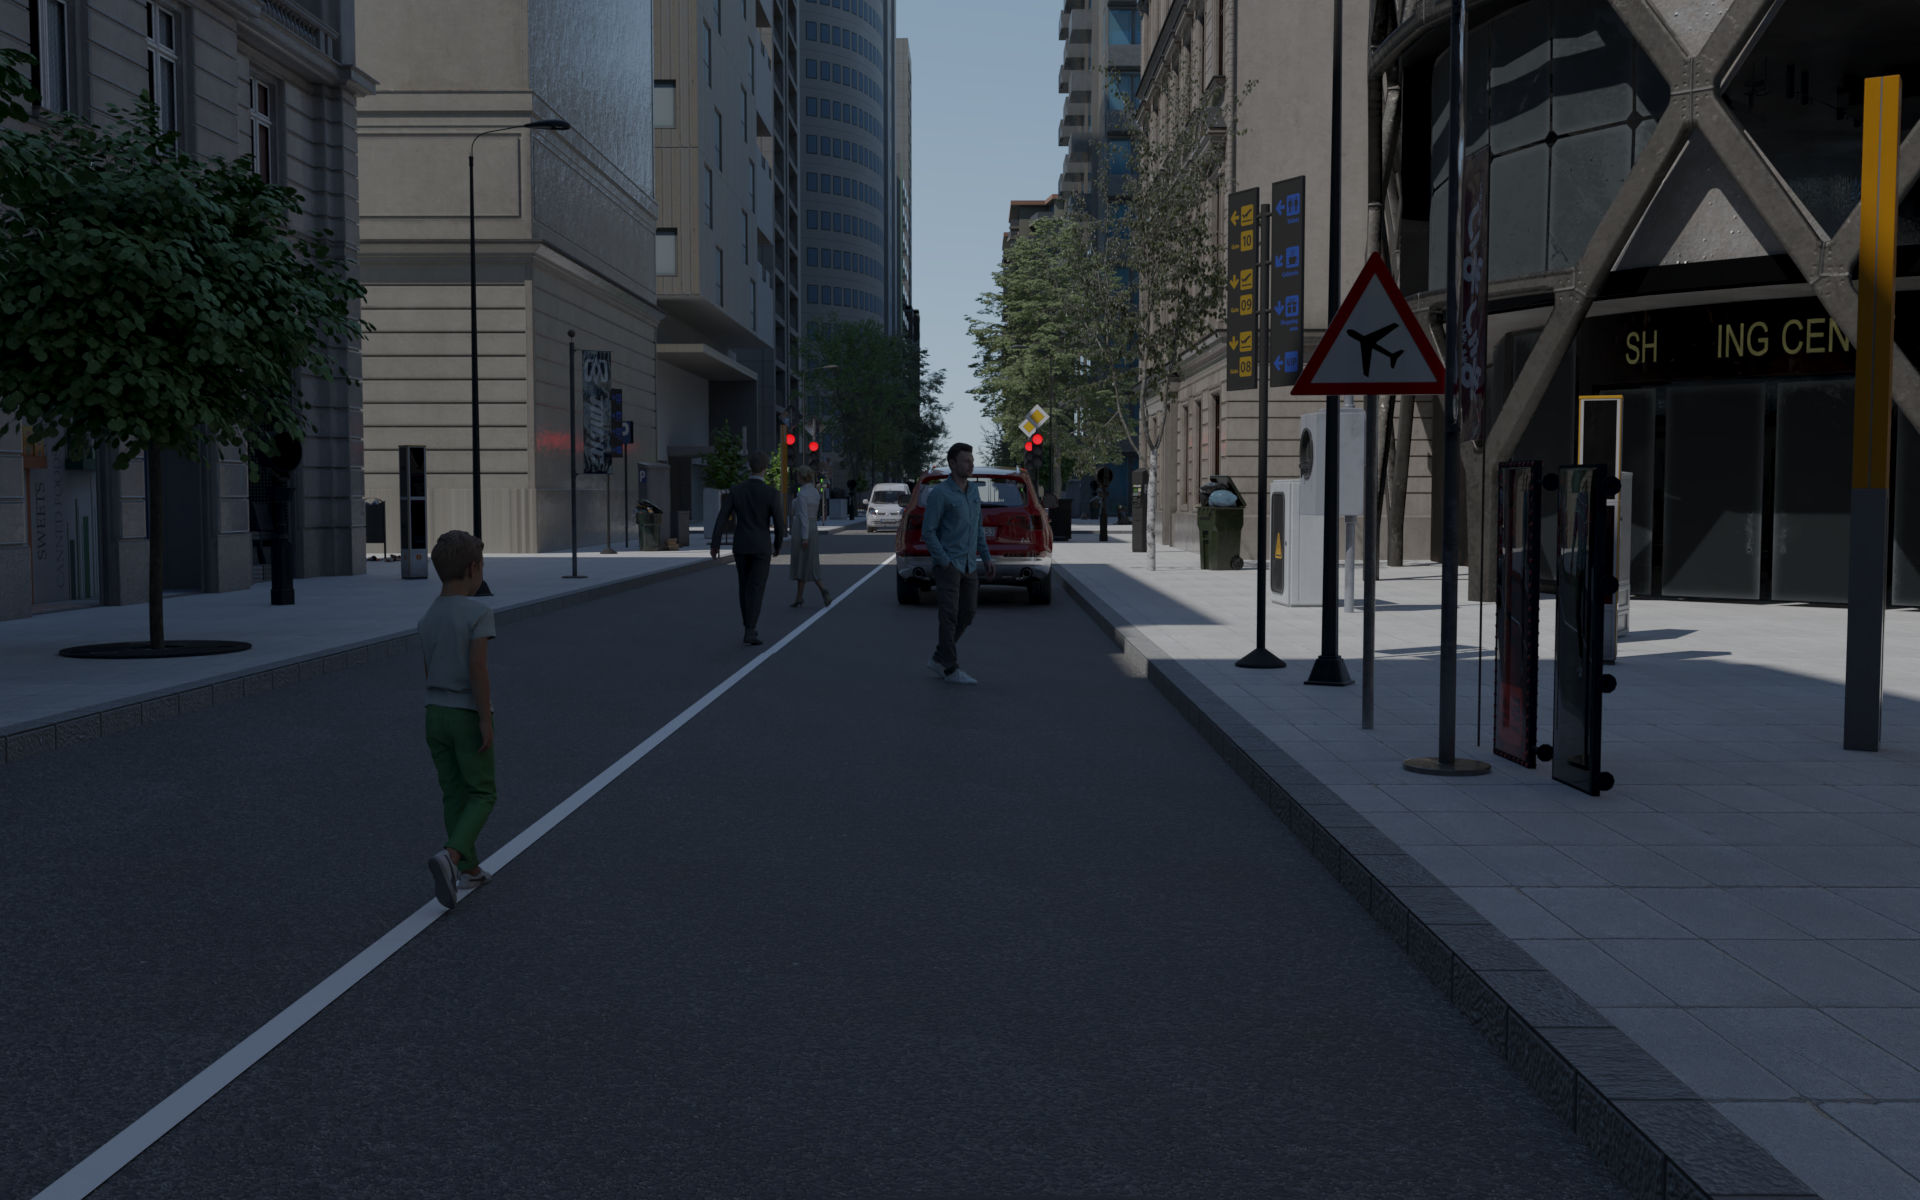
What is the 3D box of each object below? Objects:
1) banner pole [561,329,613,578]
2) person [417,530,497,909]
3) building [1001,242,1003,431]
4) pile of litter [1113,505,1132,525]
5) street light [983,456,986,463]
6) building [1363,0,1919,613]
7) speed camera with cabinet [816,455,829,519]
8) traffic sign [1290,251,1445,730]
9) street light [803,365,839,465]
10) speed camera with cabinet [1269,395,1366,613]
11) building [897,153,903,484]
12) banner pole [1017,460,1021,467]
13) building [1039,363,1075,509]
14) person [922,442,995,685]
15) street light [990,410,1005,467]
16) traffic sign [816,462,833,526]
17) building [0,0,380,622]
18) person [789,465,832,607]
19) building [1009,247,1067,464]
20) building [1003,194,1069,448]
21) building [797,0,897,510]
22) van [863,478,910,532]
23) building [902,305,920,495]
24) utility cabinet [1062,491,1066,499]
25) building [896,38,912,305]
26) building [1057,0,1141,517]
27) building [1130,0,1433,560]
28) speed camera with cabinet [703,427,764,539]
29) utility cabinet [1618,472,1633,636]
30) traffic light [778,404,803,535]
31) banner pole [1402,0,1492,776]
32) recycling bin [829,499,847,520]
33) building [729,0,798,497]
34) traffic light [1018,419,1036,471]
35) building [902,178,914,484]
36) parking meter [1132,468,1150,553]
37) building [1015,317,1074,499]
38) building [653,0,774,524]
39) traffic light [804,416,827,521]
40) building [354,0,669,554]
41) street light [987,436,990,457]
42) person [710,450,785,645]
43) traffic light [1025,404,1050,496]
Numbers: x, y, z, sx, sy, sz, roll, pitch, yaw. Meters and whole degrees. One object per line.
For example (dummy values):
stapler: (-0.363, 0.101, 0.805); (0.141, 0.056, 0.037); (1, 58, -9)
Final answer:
banner pole: (-5.701, -2.233, 26.519); (0.863, 3.779, 0.401); (-2, 4, -32)
person: (-1.779, 0.406, 6.117); (0.306, 1.304, 0.590); (0, 4, 4)
building: (17.787, -38.366, 281.906); (22.147, 44.769, 28.867); (0, 4, 0)
pile of litter: (6.978, -3.560, 72.172); (1.176, 0.858, 1.719); (0, 4, 3)
street light: (3.276, -12.092, 170.252); (1.470, 5.913, 1.316); (0, 4, 0)
building: (14.053, -9.578, 24.055); (16.820, 18.784, 16.811); (0, 4, 0)
speed camera with cabinet: (-7.465, -5.783, 88.895); (0.660, 3.252, 2.038); (-2, 4, -34)
traffic sign: (2.226, -0.574, 9.386); (0.884, 2.594, 0.081); (0, 4, 4)
street light: (-5.083, -5.512, 62.660); (1.470, 5.913, 1.316); (0, 4, 0)
speed camera with cabinet: (3.985, -1.536, 19.445); (0.660, 3.252, 2.038); (0, 4, -3)
building: (-13.983, -31.690, 201.722); (14.154, 41.232, 14.086); (0, 4, 0)
banner pole: (3.008, -6.029, 88.594); (0.401, 3.779, 0.863); (-1, 4, -17)
building: (22.829, -28.280, 154.259); (32.217, 40.220, 23.993); (0, 4, 0)
person: (-0.061, -0.289, 13.249); (0.620, 1.820, 0.660); (2, 4, 35)
street light: (2.529, -7.470, 94.675); (1.470, 5.913, 1.316); (0, 4, 0)
traffic sign: (-5.414, -4.191, 68.625); (0.768, 2.556, 0.104); (0, 4, 6)
building: (-15.489, -10.634, 15.674); (13.314, 21.916, 24.055); (0, 4, 0)
person: (-1.890, -0.802, 21.845); (0.641, 1.798, 0.478); (3, 4, 38)
building: (13.315, -26.417, 203.623); (14.160, 30.474, 14.107); (0, 4, 0)
building: (18.041, -36.567, 252.488); (22.147, 44.769, 28.867); (0, 4, 0)
building: (-17.681, -38.998, 179.610); (21.231, 58.520, 28.212); (0, 4, 0)
van: (-2.652, -3.606, 65.972); (2.013, 2.044, 4.112); (0, 4, 0)
building: (-13.206, -29.900, 260.567); (14.160, 30.474, 14.107); (0, 4, 0)
utility cabinet: (8.409, -7.615, 133.186); (1.173, 1.500, 0.318); (0, 4, -3)
building: (-15.852, -51.320, 277.337); (20.563, 71.187, 20.611); (0, 4, 0)
building: (17.587, -29.846, 107.590); (23.786, 49.044, 30.456); (0, 4, 0)
building: (9.834, -10.854, 42.096); (10.561, 19.102, 19.286); (0, 4, 0)
speed camera with cabinet: (-6.551, -3.416, 50.193); (0.660, 3.252, 2.038); (2, 4, 34)
utility cabinet: (5.632, -0.401, 15.238); (0.318, 1.500, 1.173); (2, 4, 33)
traffic light: (-5.270, -3.992, 54.195); (0.839, 4.253, 0.868); (0, 4, 0)
banner pole: (2.208, -1.083, 7.722); (0.401, 3.779, 0.863); (1, 4, 14)
recycling bin: (-6.162, -4.588, 87.561); (0.722, 1.027, 0.722); (1, 4, 18)
building: (-18.859, -41.133, 110.773); (20.563, 71.187, 20.611); (0, 4, 0)
traffic light: (2.460, -4.478, 62.130); (0.839, 4.253, 0.868); (0, 4, 0)
building: (-18.534, -37.810, 237.805); (23.786, 49.044, 30.456); (0, 4, 0)
parking meter: (3.970, -1.979, 38.061); (0.255, 1.863, 0.399); (2, 4, 34)
building: (19.980, -20.632, 182.376); (27.650, 21.520, 28.899); (0, 4, 0)
building: (-22.953, -29.788, 76.269); (28.713, 52.752, 27.495); (0, 4, 0)
traffic light: (-5.201, -4.481, 62.180); (0.839, 4.253, 0.868); (0, 4, 0)
building: (-23.272, -12.886, 43.962); (30.059, 22.955, 16.112); (0, 4, 0)
street light: (2.995, -10.075, 137.275); (1.470, 5.913, 1.316); (0, 4, 0)
person: (-1.982, -0.511, 16.625); (0.659, 1.850, 0.755); (1, 4, 11)
traffic light: (2.391, -3.989, 54.145); (0.839, 4.253, 0.868); (0, 4, 0)
